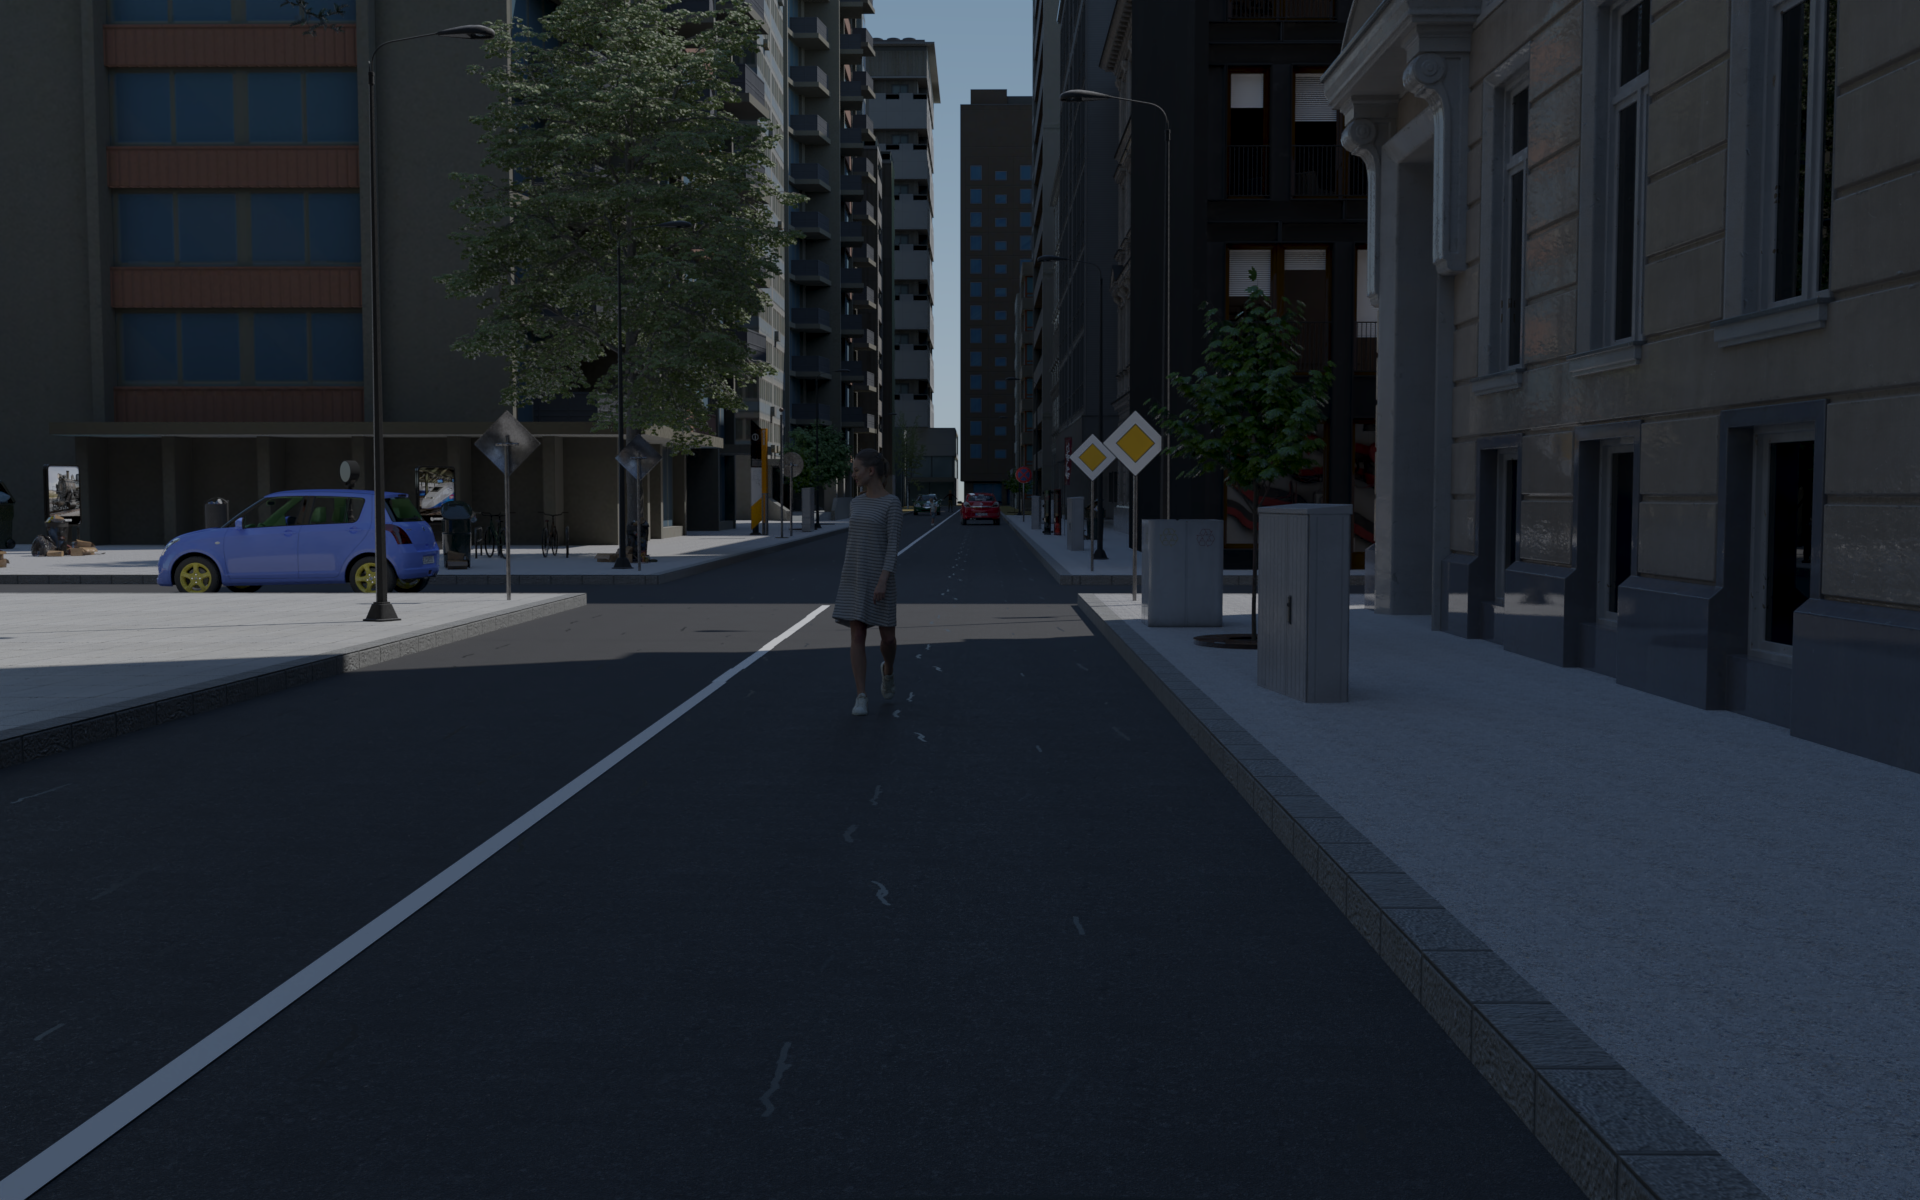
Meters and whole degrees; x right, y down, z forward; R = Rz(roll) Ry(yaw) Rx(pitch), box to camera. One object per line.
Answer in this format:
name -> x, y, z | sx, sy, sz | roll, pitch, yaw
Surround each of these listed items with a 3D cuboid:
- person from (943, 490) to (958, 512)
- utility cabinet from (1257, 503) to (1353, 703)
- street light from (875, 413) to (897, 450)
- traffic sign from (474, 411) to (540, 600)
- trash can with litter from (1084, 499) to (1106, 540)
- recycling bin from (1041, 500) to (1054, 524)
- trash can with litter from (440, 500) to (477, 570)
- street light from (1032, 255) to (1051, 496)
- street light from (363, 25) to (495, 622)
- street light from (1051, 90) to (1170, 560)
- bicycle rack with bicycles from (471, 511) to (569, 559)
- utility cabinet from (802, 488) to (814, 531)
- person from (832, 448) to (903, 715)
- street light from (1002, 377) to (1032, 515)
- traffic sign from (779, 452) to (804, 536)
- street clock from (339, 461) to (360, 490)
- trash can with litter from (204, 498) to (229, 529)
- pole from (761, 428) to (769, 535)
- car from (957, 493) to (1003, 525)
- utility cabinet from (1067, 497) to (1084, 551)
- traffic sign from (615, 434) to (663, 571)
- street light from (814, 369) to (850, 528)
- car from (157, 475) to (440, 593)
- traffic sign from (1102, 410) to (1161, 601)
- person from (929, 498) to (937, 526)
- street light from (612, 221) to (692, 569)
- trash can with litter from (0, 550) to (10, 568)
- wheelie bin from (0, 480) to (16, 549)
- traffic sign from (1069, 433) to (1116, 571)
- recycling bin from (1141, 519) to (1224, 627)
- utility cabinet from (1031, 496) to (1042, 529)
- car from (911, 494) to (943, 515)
person -> -0.754, -7.930, 138.672 | 1.217, 1.766, 0.721 | 0, 4, 4
utility cabinet -> 2.186, 0.003, 11.109 | 0.306, 1.237, 1.020 | 0, 4, -7
street light -> -4.314, -7.756, 99.357 | 1.470, 5.913, 1.316 | 0, 4, 1
traffic sign -> -5.449, -1.054, 20.868 | 0.795, 2.450, 0.064 | 0, 4, 1
trash can with litter -> 3.546, -2.267, 48.459 | 1.055, 1.170, 0.624 | 2, 4, 30
recycling bin -> 3.764, -3.822, 75.051 | 0.722, 1.027, 0.722 | 1, 4, 11
trash can with litter -> -8.600, -1.127, 29.810 | 0.624, 1.170, 1.055 | -1, 4, -19
street light -> 2.207, -3.750, 33.850 | 1.470, 5.913, 1.316 | 0, 4, 1
street light -> -5.308, -2.740, 17.334 | 1.470, 5.913, 1.316 | 0, 4, 1
street light -> 1.845, -2.908, 20.085 | 1.470, 5.913, 1.316 | 0, 4, 1
bicycle rack with bicycles -> -9.032, -1.337, 35.244 | 2.852, 0.926, 2.925 | -1, 4, -11
utility cabinet -> -5.194, -3.084, 59.095 | 0.318, 1.500, 1.173 | 0, 4, 2
person -> -0.596, -0.138, 11.511 | 0.466, 1.731, 0.760 | 0, 4, 4
street light -> 2.519, -5.906, 69.097 | 1.470, 5.913, 1.316 | 0, 4, 1
traffic sign -> -5.141, -3.217, 52.710 | 0.768, 2.556, 0.104 | 1, 4, 8
street clock -> -13.201, -2.014, 37.501 | 0.471, 2.002, 0.358 | 3, 5, 41
trash can with litter -> -14.767, -1.468, 35.065 | 2.233, 1.210, 1.678 | 1, 4, 12
pole -> -6.071, -3.673, 53.889 | 0.158, 3.312, 0.155 | 0, 3, 0
car -> 0.944, -4.420, 81.315 | 2.155, 1.783, 4.494 | 0, 4, -1
utility cabinet -> 2.630, -1.738, 39.581 | 0.306, 1.237, 1.020 | 0, 4, -2
traffic sign -> -5.348, -1.542, 28.852 | 0.795, 2.450, 0.064 | 0, 4, 1
street light -> -4.787, -5.628, 64.563 | 1.470, 5.913, 1.316 | 0, 4, 1
car -> -9.228, -0.893, 24.186 | 3.694, 1.707, 1.945 | 0, 4, 0
traffic sign -> 2.094, -1.047, 20.753 | 0.795, 2.450, 0.064 | 0, 4, 1
person -> -1.220, -4.003, 78.628 | 0.352, 1.250, 0.332 | 0, 4, -7
street light -> -5.259, -3.489, 29.583 | 1.470, 5.913, 1.316 | 0, 4, 1
trash can with litter -> -16.890, -1.126, 29.793 | 0.624, 1.170, 1.055 | 0, 4, 0
wheelie bin -> -22.460, -1.981, 40.302 | 0.980, 1.594, 0.693 | 1, 4, 23
traffic sign -> 2.195, -1.535, 28.737 | 0.795, 2.450, 0.064 | 0, 4, 1
recycling bin -> 2.174, -0.271, 16.989 | 0.722, 1.027, 0.722 | 0, 3, 0
utility cabinet -> 2.818, -3.206, 63.577 | 0.306, 1.237, 1.020 | 0, 4, 8
car -> -2.243, -6.519, 118.388 | 2.131, 1.459, 4.920 | 0, 4, 0
